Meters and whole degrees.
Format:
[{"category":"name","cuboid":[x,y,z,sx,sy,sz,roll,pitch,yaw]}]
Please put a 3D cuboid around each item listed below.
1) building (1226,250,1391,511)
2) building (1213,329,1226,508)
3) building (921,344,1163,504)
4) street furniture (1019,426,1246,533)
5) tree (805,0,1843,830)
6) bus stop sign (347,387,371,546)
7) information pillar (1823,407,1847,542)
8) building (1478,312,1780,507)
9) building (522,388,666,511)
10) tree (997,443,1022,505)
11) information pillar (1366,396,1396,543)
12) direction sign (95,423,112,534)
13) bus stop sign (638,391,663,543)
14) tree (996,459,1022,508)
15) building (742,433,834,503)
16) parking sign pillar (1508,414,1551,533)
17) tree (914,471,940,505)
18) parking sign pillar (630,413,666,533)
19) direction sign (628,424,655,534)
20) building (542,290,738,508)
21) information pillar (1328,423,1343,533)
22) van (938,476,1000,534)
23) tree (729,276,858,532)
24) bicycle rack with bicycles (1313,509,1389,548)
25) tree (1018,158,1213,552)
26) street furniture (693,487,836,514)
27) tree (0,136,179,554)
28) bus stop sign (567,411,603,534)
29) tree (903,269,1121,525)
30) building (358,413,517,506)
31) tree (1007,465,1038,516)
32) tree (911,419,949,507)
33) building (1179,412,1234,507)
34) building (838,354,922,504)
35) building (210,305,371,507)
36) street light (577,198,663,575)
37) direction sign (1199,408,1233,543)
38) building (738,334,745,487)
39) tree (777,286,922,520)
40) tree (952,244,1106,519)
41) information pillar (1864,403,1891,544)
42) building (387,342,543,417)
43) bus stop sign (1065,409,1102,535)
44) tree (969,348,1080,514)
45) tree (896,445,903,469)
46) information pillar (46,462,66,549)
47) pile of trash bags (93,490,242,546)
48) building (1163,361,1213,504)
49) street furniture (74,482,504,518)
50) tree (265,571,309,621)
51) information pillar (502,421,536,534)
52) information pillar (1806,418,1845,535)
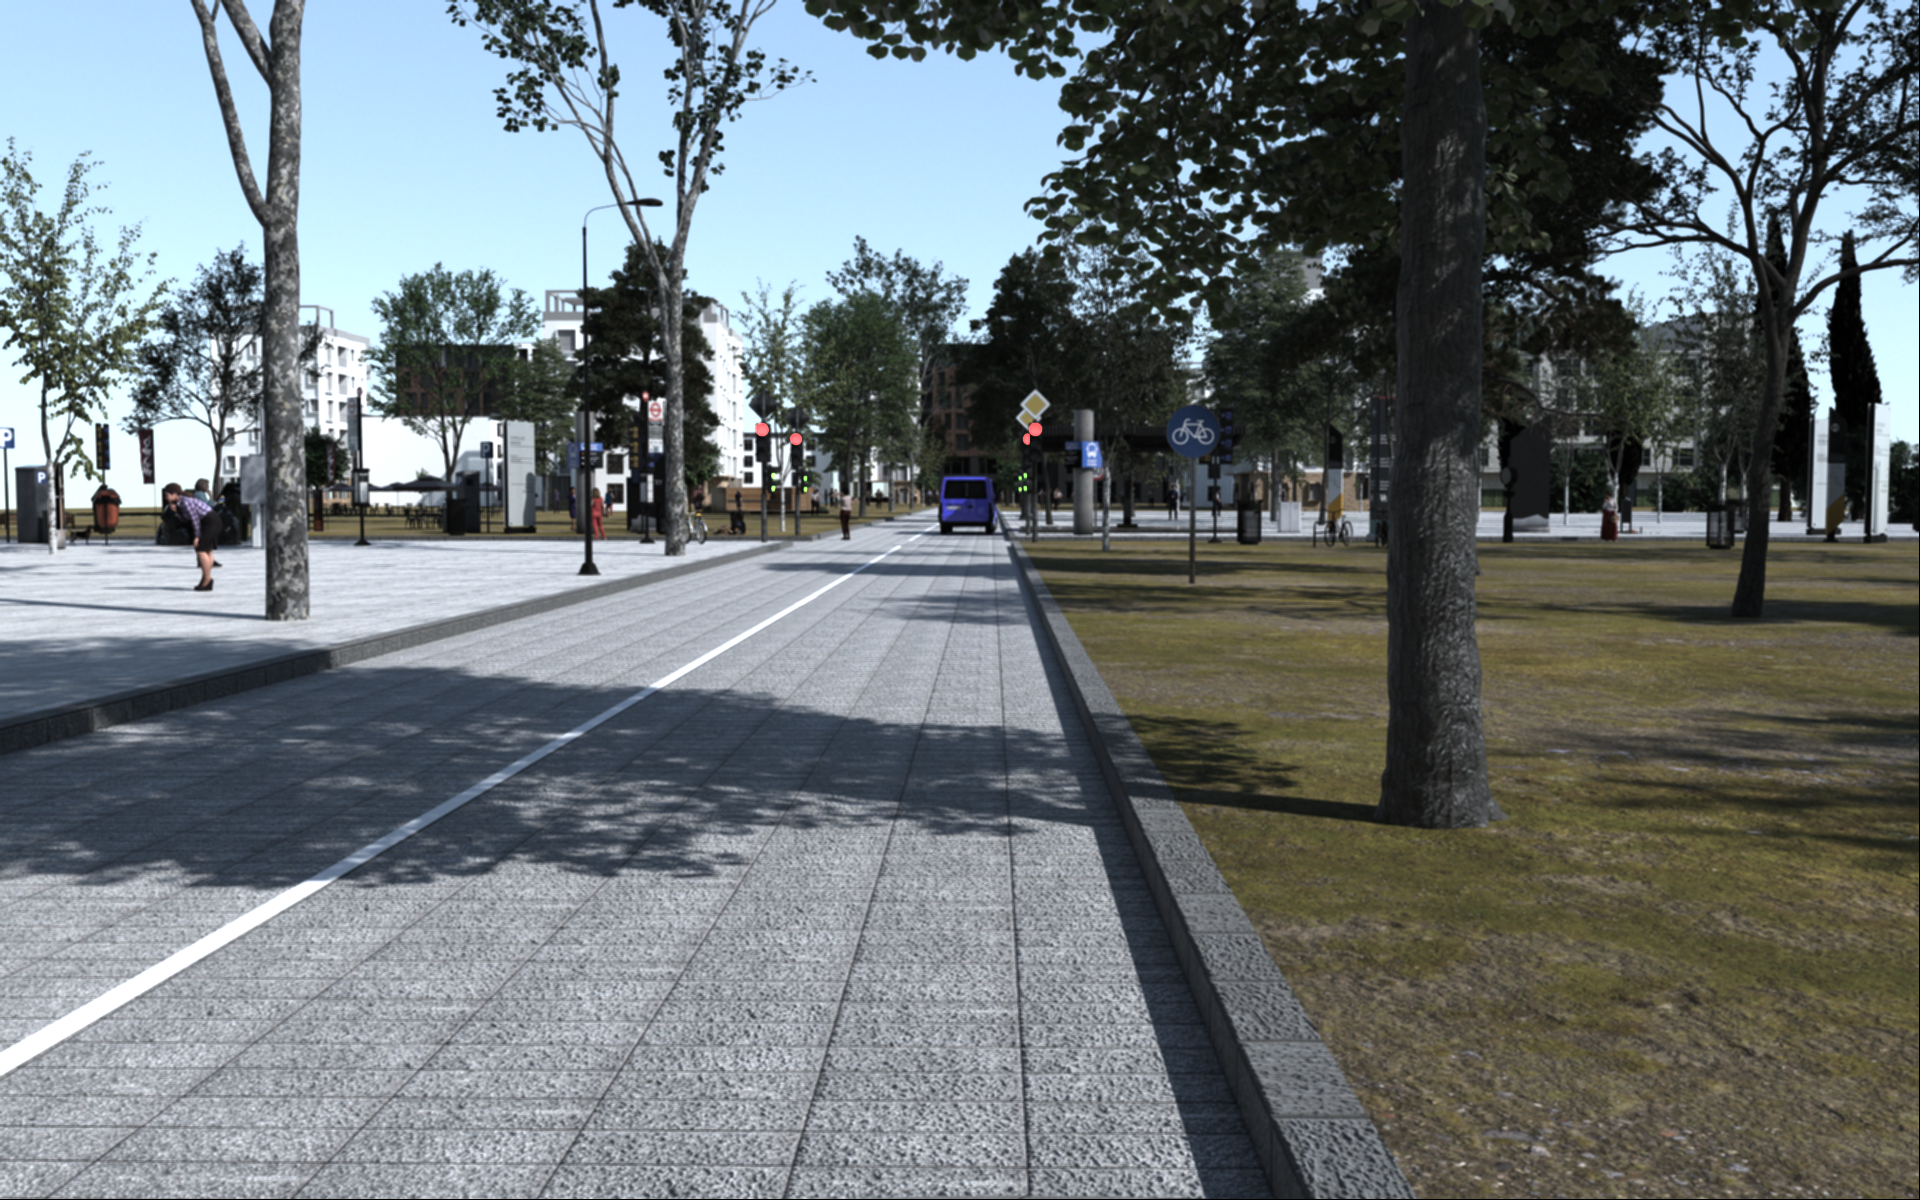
[{"category":"building","cuboid":[30.582,-17.346,140.023,16.016,20.091,11.380,0,4,1]},{"category":"building","cuboid":[31.273,-18.078,151.993,16.016,20.091,11.380,0,4,1]},{"category":"building","cuboid":[11.183,-24.567,245.637,32.646,21.610,27.936,0,4,1]},{"category":"street furniture","cuboid":[5.770,-4.131,59.642,7.346,3.524,5.398,0,4,1]},{"category":"tree","cuboid":[1.922,-5.376,6.022,7.486,12.596,7.792,0,3,0]},{"category":"bus stop sign","cuboid":[-15.091,-3.340,43.317,0.855,3.939,0.416,3,5,44]},{"category":"information pillar","cuboid":[23.519,-3.374,46.522,0.504,3.616,0.183,-1,4,-8]},{"category":"building","cuboid":[64.966,-18.990,176.948,31.486,18.905,16.747,0,4,1]},{"category":"building","cuboid":[-28.059,-12.354,144.136,9.099,9.664,28.070,0,4,1]},{"category":"tree","cuboid":[6.427,-15.293,200.400,4.737,8.622,4.395,0,3,0]},{"category":"information pillar","cuboid":[11.308,-3.465,46.026,0.750,3.857,0.750,0,4,-6]},{"category":"direction sign","cuboid":[-27.479,-3.889,55.583,0.379,3.537,0.876,0,4,-2]},{"category":"bus stop sign","cuboid":[-8.054,-3.461,45.290,0.416,3.939,0.855,2,4,31]},{"category":"tree","cuboid":[5.359,-10.749,159.461,4.285,4.588,4.351,0,3,0]},{"category":"building","cuboid":[-31.569,-18.052,237.289,28.070,9.664,9.099,0,4,1]},{"category":"parking sign pillar","cuboid":[19.145,-4.271,58.301,1.447,3.967,1.447,0,4,4]},{"category":"tree","cuboid":[-4.086,-13.529,204.916,4.285,4.588,4.351,0,3,0]},{"category":"parking sign pillar","cuboid":[-10.276,-4.231,57.655,1.447,3.967,1.447,1,4,17]},{"category":"direction sign","cuboid":[-10.250,-3.905,55.842,0.876,3.537,0.379,-2,4,-31]},{"category":"building","cuboid":[-30.177,-18.840,164.447,16.016,20.091,11.380,0,4,1]},{"category":"information pillar","cuboid":[12.341,-4.014,56.982,0.504,3.616,0.183,2,4,34]},{"category":"van","cuboid":[0.311,-3.605,63.320,2.240,2.365,5.245,0,4,3]},{"category":"tree","cuboid":[-5.879,-6.641,58.944,4.737,8.622,4.395,0,3,0]},{"category":"bicycle rack with bicycles","cuboid":[9.907,-1.760,42.162,2.852,0.926,2.925,2,4,28]},{"category":"tree","cuboid":[3.496,-5.386,38.416,4.360,8.622,3.978,0,3,0]},{"category":"street furniture","cuboid":[-12.328,-6.590,114.604,9.812,1.723,11.010,-3,5,-39]},{"category":"tree","cuboid":[-19.082,-5.281,36.702,4.737,8.622,4.395,0,3,0]},{"category":"bus stop sign","cuboid":[-11.993,-4.061,55.413,0.837,3.901,0.837,-3,5,-42]},{"category":"tree","cuboid":[3.480,-8.417,72.024,7.601,10.594,8.767,3,5,39]},{"category":"building","cuboid":[-48.345,-14.750,183.304,28.070,9.664,9.099,0,4,1]},{"category":"tree","cuboid":[3.836,-6.503,100.927,1.663,3.219,1.824,0,3,0]},{"category":"tree","cuboid":[-3.408,-13.339,168.448,4.737,8.622,4.395,0,3,0]},{"category":"building","cuboid":[27.662,-14.075,172.276,9.099,9.664,28.070,0,4,1]},{"category":"building","cuboid":[-10.935,-23.458,239.950,11.380,20.091,16.016,0,4,1]},{"category":"building","cuboid":[-68.697,-19.770,179.662,11.380,20.091,16.016,0,4,1]},{"category":"street light","cuboid":[-5.360,-3.352,27.346,1.470,5.913,1.316,0,4,1]},{"category":"direction sign","cuboid":[6.725,-3.277,45.581,0.876,3.537,0.379,1,4,11]},{"category":"building","cuboid":[-28.610,-19.727,178.950,11.380,20.091,16.016,0,4,1]},{"category":"tree","cuboid":[-5.546,-9.813,86.190,9.928,11.665,9.643,0,3,0]},{"category":"tree","cuboid":[3.559,-11.083,88.635,7.806,13.903,7.818,0,3,0]},{"category":"information pillar","cuboid":[24.047,-3.307,45.385,0.184,3.620,1.656,3,5,41]},{"category":"building","cuboid":[-61.756,-24.645,246.927,32.646,21.610,27.936,0,4,1]},{"category":"bus stop sign","cuboid":[3.866,-3.987,54.197,0.837,3.901,0.837,-2,4,-35]},{"category":"tree","cuboid":[4.521,-11.291,110.356,9.928,11.665,9.643,0,3,0]},{"category":"tree","cuboid":[-3.644,-15.497,187.793,8.767,10.594,7.601,2,4,29]},{"category":"information pillar","cuboid":[-21.039,-2.191,40.309,0.304,2.012,0.304,-1,4,-15]},{"category":"pile of trash bags","cuboid":[-19.838,-2.061,43.446,3.447,1.369,1.912,-1,4,-16]},{"category":"building","cuboid":[33.619,-23.374,238.583,11.380,20.091,16.016,0,4,1]},{"category":"street furniture","cuboid":[-38.776,-5.800,99.853,27.439,1.986,14.083,3,5,40]},{"category":"tree","cuboid":[-7.859,-9.930,18.245,12.611,20.169,13.585,0,3,0]},{"category":"information pillar","cuboid":[-14.304,-3.971,56.236,0.184,3.620,1.656,1,4,18]},{"category":"information pillar","cuboid":[27.077,-3.845,54.181,1.656,3.620,0.184,-2,4,-33]}]
